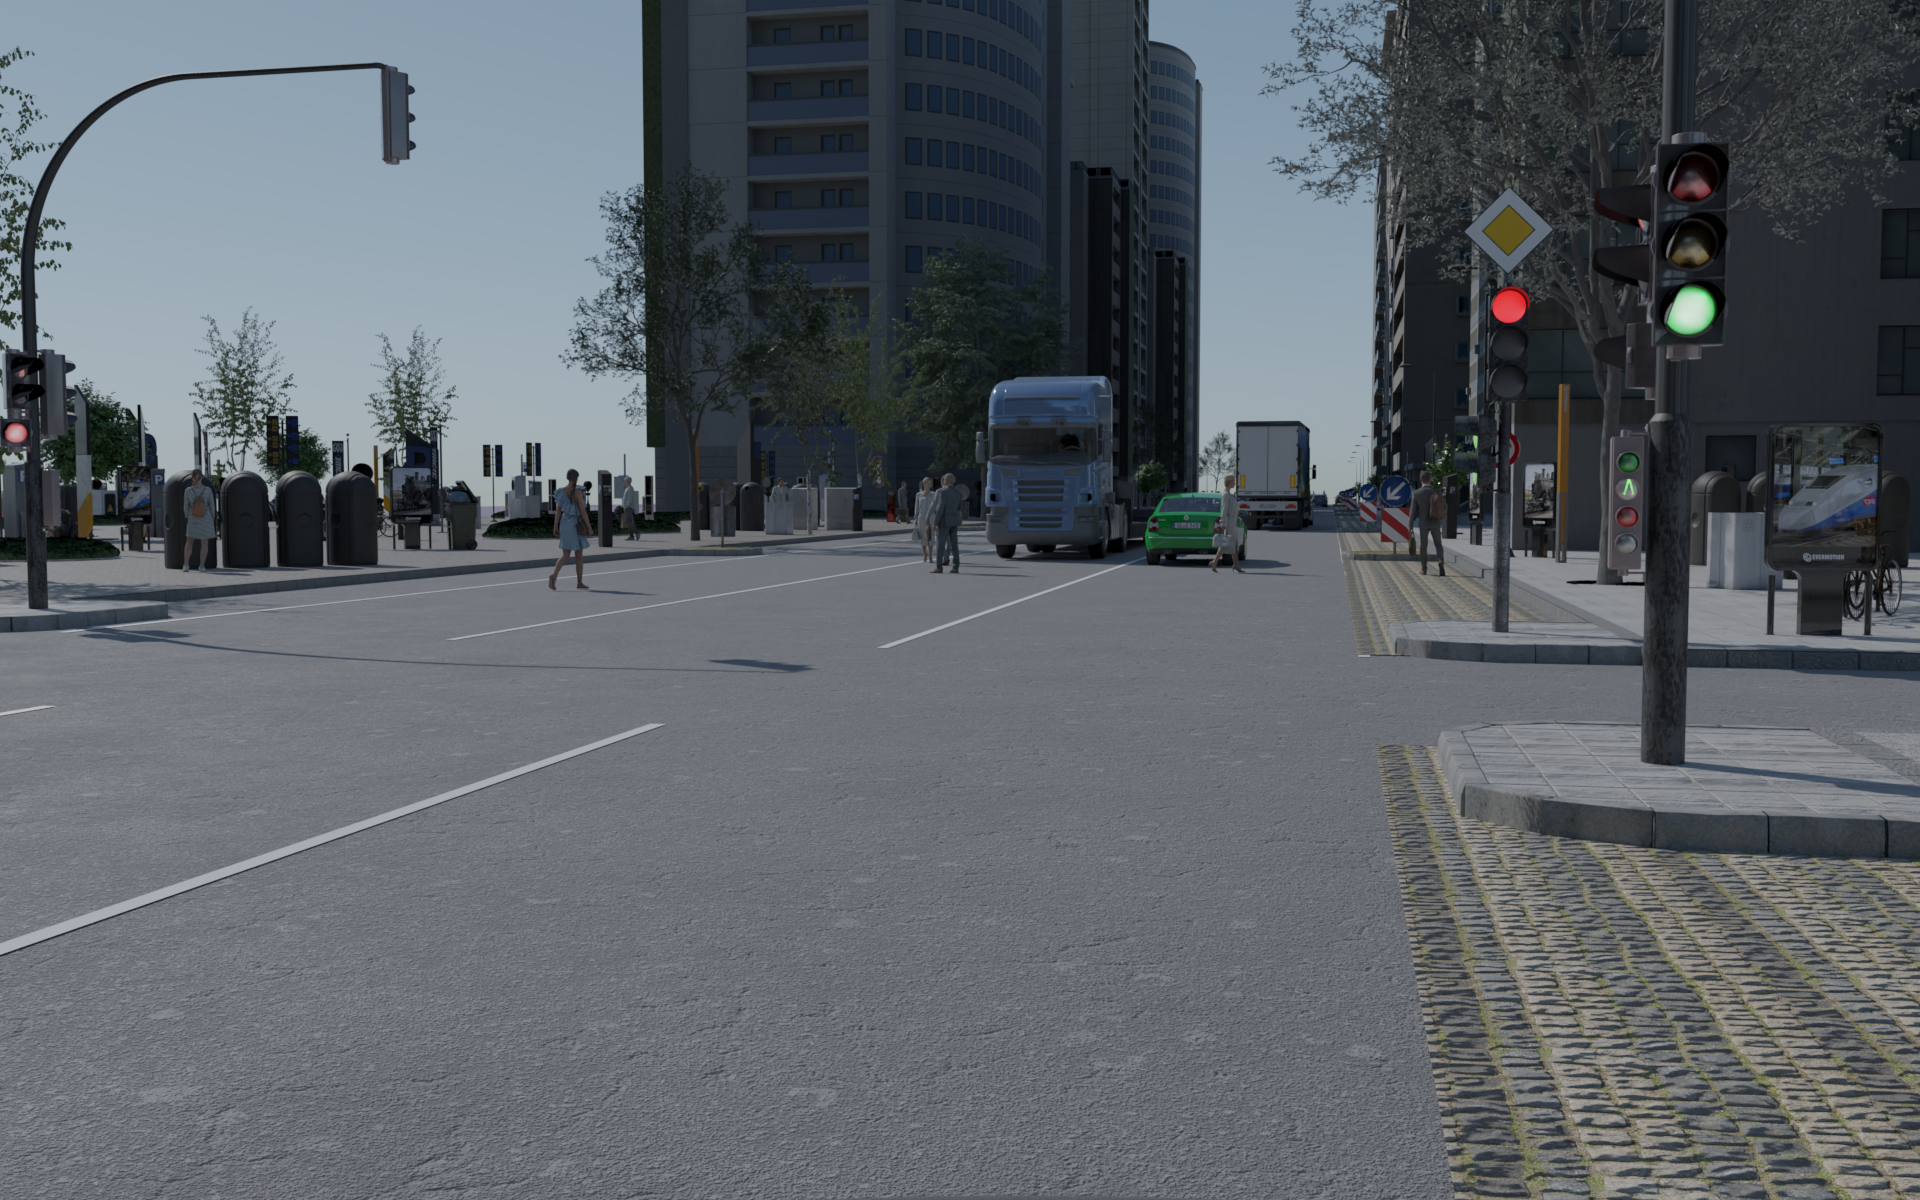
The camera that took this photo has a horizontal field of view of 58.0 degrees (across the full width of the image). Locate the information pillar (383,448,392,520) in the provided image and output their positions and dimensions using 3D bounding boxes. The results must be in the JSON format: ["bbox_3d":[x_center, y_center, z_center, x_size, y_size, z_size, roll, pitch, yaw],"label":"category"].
[{"bbox_3d":[-28.473,-5.806,86.277,0.504,3.616,0.183,0,4,-7],"label":"information pillar"}]

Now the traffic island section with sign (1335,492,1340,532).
[{"bbox_3d":[15.173,-3.441,64.892,1.989,1.847,2.006,1,4,12],"label":"traffic island section with sign"}]

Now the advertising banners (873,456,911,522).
[{"bbox_3d":[-3.105,-5.046,78.684,2.074,3.025,0.090,2,4,35],"label":"advertising banners"}]

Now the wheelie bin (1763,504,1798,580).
[{"bbox_3d":[12.625,-1.121,26.235,0.693,1.594,0.980,0,4,2],"label":"wheelie bin"}]

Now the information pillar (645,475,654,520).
[{"bbox_3d":[-12.252,-3.901,68.273,0.304,2.012,0.304,0,4,-2],"label":"information pillar"}]

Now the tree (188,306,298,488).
[{"bbox_3d":[-28.437,-7.220,68.415,4.737,8.622,4.395,0,3,0],"label":"tree"}]

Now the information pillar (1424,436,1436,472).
[{"bbox_3d":[18.938,-4.800,69.834,0.504,3.616,0.183,-1,4,-17],"label":"information pillar"}]

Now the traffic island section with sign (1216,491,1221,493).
[{"bbox_3d":[33.494,-13.194,224.344,1.989,1.847,2.006,1,4,12],"label":"traffic island section with sign"}]

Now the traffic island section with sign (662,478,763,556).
[{"bbox_3d":[-5.754,-1.971,40.860,1.989,1.847,2.006,1,4,12],"label":"traffic island section with sign"}]

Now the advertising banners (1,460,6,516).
[{"bbox_3d":[-48.969,-5.650,88.565,0.090,3.025,2.074,-3,5,-40],"label":"advertising banners"}]

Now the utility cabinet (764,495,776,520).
[{"bbox_3d":[-9.598,-4.646,87.123,1.020,1.237,0.306,3,4,37],"label":"utility cabinet"}]

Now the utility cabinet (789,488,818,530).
[{"bbox_3d":[-5.589,-3.245,61.733,1.173,1.500,0.318,3,5,42],"label":"utility cabinet"}]

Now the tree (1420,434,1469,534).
[{"bbox_3d":[15.588,-3.727,55.542,1.663,3.219,1.824,0,3,0],"label":"tree"}]

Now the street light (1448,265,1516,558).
[{"bbox_3d":[10.586,-3.828,35.132,1.470,5.913,1.316,1,4,12],"label":"street light"}]

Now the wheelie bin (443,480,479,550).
[{"bbox_3d":[-11.537,-1.965,40.039,0.693,1.594,0.980,-2,4,-31],"label":"wheelie bin"}]

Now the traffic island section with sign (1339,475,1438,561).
[{"bbox_3d":[9.353,-1.781,37.744,1.989,1.847,2.006,1,4,12],"label":"traffic island section with sign"}]

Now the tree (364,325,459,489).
[{"bbox_3d":[-24.174,-7.681,75.943,4.737,8.622,4.395,0,3,0],"label":"tree"}]

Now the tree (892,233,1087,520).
[{"bbox_3d":[1.275,-10.856,84.148,9.857,13.997,8.962,0,3,0],"label":"tree"}]

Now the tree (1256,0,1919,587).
[{"bbox_3d":[9.146,-6.967,24.273,12.009,13.543,11.850,0,3,0],"label":"tree"}]

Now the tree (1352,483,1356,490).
[{"bbox_3d":[54.434,-14.760,235.932,1.663,3.219,1.824,0,3,0],"label":"tree"}]

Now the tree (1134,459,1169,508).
[{"bbox_3d":[17.896,-10.876,161.531,4.285,4.588,4.351,0,3,0],"label":"tree"}]

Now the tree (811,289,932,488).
[{"bbox_3d":[-3.413,-6.876,62.782,4.737,8.622,4.395,0,3,0],"label":"tree"}]

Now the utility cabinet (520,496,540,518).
[{"bbox_3d":[-17.338,-3.591,69.873,0.306,1.237,1.020,1,4,17],"label":"utility cabinet"}]

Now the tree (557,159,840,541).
[{"bbox_3d":[-7.182,-6.922,47.590,8.767,10.594,7.601,1,4,10],"label":"tree"}]

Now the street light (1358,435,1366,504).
[{"bbox_3d":[32.467,-10.072,137.215,1.470,5.913,1.316,1,4,12],"label":"street light"}]

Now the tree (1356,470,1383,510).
[{"bbox_3d":[35.695,-9.504,149.995,1.663,3.219,1.824,0,3,0],"label":"tree"}]

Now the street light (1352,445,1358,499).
[{"bbox_3d":[38.110,-11.715,164.080,1.470,5.913,1.316,1,4,12],"label":"street light"}]

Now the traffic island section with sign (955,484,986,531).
[{"bbox_3d":[-0.010,-3.614,67.709,1.989,1.847,2.006,1,4,12],"label":"traffic island section with sign"}]

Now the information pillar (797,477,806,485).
[{"bbox_3d":[-6.831,-4.301,74.817,0.304,2.012,0.304,1,4,17],"label":"information pillar"}]

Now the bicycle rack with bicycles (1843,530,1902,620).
[{"bbox_3d":[9.673,-0.261,17.654,2.925,0.926,2.852,-3,4,-37],"label":"bicycle rack with bicycles"}]

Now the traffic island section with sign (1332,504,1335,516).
[{"bbox_3d":[25.672,-6.447,114.032,1.989,1.847,2.006,1,4,12],"label":"traffic island section with sign"}]

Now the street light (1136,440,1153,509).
[{"bbox_3d":[15.821,-10.753,148.358,1.470,5.913,1.316,1,4,12],"label":"street light"}]

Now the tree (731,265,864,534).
[{"bbox_3d":[-4.907,-6.390,54.834,4.360,8.622,3.978,0,3,0],"label":"tree"}]

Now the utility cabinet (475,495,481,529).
[{"bbox_3d":[-18.248,-3.234,64.039,1.020,1.237,0.306,1,4,12],"label":"utility cabinet"}]

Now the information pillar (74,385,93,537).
[{"bbox_3d":[-18.732,-2.793,37.014,0.504,3.616,0.183,3,4,36],"label":"information pillar"}]

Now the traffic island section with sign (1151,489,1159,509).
[{"bbox_3d":[16.166,-8.238,143.320,1.989,1.847,2.006,1,4,12],"label":"traffic island section with sign"}]

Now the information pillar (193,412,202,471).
[{"bbox_3d":[-21.826,-3.564,49.631,0.183,3.616,0.504,-3,4,-39],"label":"information pillar"}]

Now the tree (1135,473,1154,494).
[{"bbox_3d":[16.743,-9.907,156.576,1.663,3.219,1.824,0,3,0],"label":"tree"}]

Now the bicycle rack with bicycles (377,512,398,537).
[{"bbox_3d":[-18.042,-2.344,51.699,2.925,0.926,2.852,1,4,9],"label":"bicycle rack with bicycles"}]

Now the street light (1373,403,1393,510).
[{"bbox_3d":[22.055,-7.112,88.822,1.470,5.913,1.316,1,4,12],"label":"street light"}]

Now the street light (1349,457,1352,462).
[{"bbox_3d":[43.798,-13.331,190.504,1.470,5.913,1.316,1,4,12],"label":"street light"}]

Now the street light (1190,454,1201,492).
[{"bbox_3d":[27.461,-14.063,202.467,1.470,5.913,1.316,1,4,12],"label":"street light"}]

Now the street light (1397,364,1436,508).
[{"bbox_3d":[16.385,-5.469,61.963,1.470,5.913,1.316,1,4,12],"label":"street light"}]

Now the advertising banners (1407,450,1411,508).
[{"bbox_3d":[17.976,-4.479,69.424,0.090,3.025,2.074,1,4,19],"label":"advertising banners"}]

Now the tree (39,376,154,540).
[{"bbox_3d":[-24.411,-3.952,48.323,4.285,4.588,4.351,0,3,0],"label":"tree"}]

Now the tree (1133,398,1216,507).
[{"bbox_3d":[18.871,-14.318,168.511,8.767,10.594,7.601,-3,5,-44],"label":"tree"}]

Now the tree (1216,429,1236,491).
[{"bbox_3d":[36.744,-19.136,247.292,7.601,10.594,8.767,3,4,39],"label":"tree"}]

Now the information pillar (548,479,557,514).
[{"bbox_3d":[-19.953,-4.913,84.824,0.304,2.012,0.304,-3,5,-40],"label":"information pillar"}]

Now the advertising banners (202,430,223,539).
[{"bbox_3d":[-20.994,-3.213,48.724,0.090,3.025,2.074,-1,4,-8],"label":"advertising banners"}]

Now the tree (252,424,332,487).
[{"bbox_3d":[-29.396,-5.675,76.498,4.285,4.588,4.351,0,3,0],"label":"tree"}]

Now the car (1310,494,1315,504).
[{"bbox_3d":[41.722,-11.919,203.913,2.155,1.783,4.494,1,4,12],"label":"car"}]

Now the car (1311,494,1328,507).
[{"bbox_3d":[38.955,-10.752,187.802,2.014,1.417,4.499,1,4,10],"label":"car"}]

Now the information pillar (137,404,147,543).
[{"bbox_3d":[-21.487,-3.312,45.509,0.183,3.616,0.504,-1,4,-16],"label":"information pillar"}]

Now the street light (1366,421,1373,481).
[{"bbox_3d":[26.648,-8.390,109.725,1.470,5.913,1.316,1,4,12],"label":"street light"}]

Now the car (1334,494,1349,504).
[{"bbox_3d":[50.130,-13.315,227.483,2.009,1.686,4.222,1,4,11],"label":"car"}]

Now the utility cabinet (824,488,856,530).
[{"bbox_3d":[-4.143,-3.185,60.755,1.173,1.500,0.318,-1,4,-19],"label":"utility cabinet"}]

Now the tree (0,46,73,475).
[{"bbox_3d":[-15.689,-4.666,26.660,4.737,8.622,4.395,0,3,0],"label":"tree"}]
